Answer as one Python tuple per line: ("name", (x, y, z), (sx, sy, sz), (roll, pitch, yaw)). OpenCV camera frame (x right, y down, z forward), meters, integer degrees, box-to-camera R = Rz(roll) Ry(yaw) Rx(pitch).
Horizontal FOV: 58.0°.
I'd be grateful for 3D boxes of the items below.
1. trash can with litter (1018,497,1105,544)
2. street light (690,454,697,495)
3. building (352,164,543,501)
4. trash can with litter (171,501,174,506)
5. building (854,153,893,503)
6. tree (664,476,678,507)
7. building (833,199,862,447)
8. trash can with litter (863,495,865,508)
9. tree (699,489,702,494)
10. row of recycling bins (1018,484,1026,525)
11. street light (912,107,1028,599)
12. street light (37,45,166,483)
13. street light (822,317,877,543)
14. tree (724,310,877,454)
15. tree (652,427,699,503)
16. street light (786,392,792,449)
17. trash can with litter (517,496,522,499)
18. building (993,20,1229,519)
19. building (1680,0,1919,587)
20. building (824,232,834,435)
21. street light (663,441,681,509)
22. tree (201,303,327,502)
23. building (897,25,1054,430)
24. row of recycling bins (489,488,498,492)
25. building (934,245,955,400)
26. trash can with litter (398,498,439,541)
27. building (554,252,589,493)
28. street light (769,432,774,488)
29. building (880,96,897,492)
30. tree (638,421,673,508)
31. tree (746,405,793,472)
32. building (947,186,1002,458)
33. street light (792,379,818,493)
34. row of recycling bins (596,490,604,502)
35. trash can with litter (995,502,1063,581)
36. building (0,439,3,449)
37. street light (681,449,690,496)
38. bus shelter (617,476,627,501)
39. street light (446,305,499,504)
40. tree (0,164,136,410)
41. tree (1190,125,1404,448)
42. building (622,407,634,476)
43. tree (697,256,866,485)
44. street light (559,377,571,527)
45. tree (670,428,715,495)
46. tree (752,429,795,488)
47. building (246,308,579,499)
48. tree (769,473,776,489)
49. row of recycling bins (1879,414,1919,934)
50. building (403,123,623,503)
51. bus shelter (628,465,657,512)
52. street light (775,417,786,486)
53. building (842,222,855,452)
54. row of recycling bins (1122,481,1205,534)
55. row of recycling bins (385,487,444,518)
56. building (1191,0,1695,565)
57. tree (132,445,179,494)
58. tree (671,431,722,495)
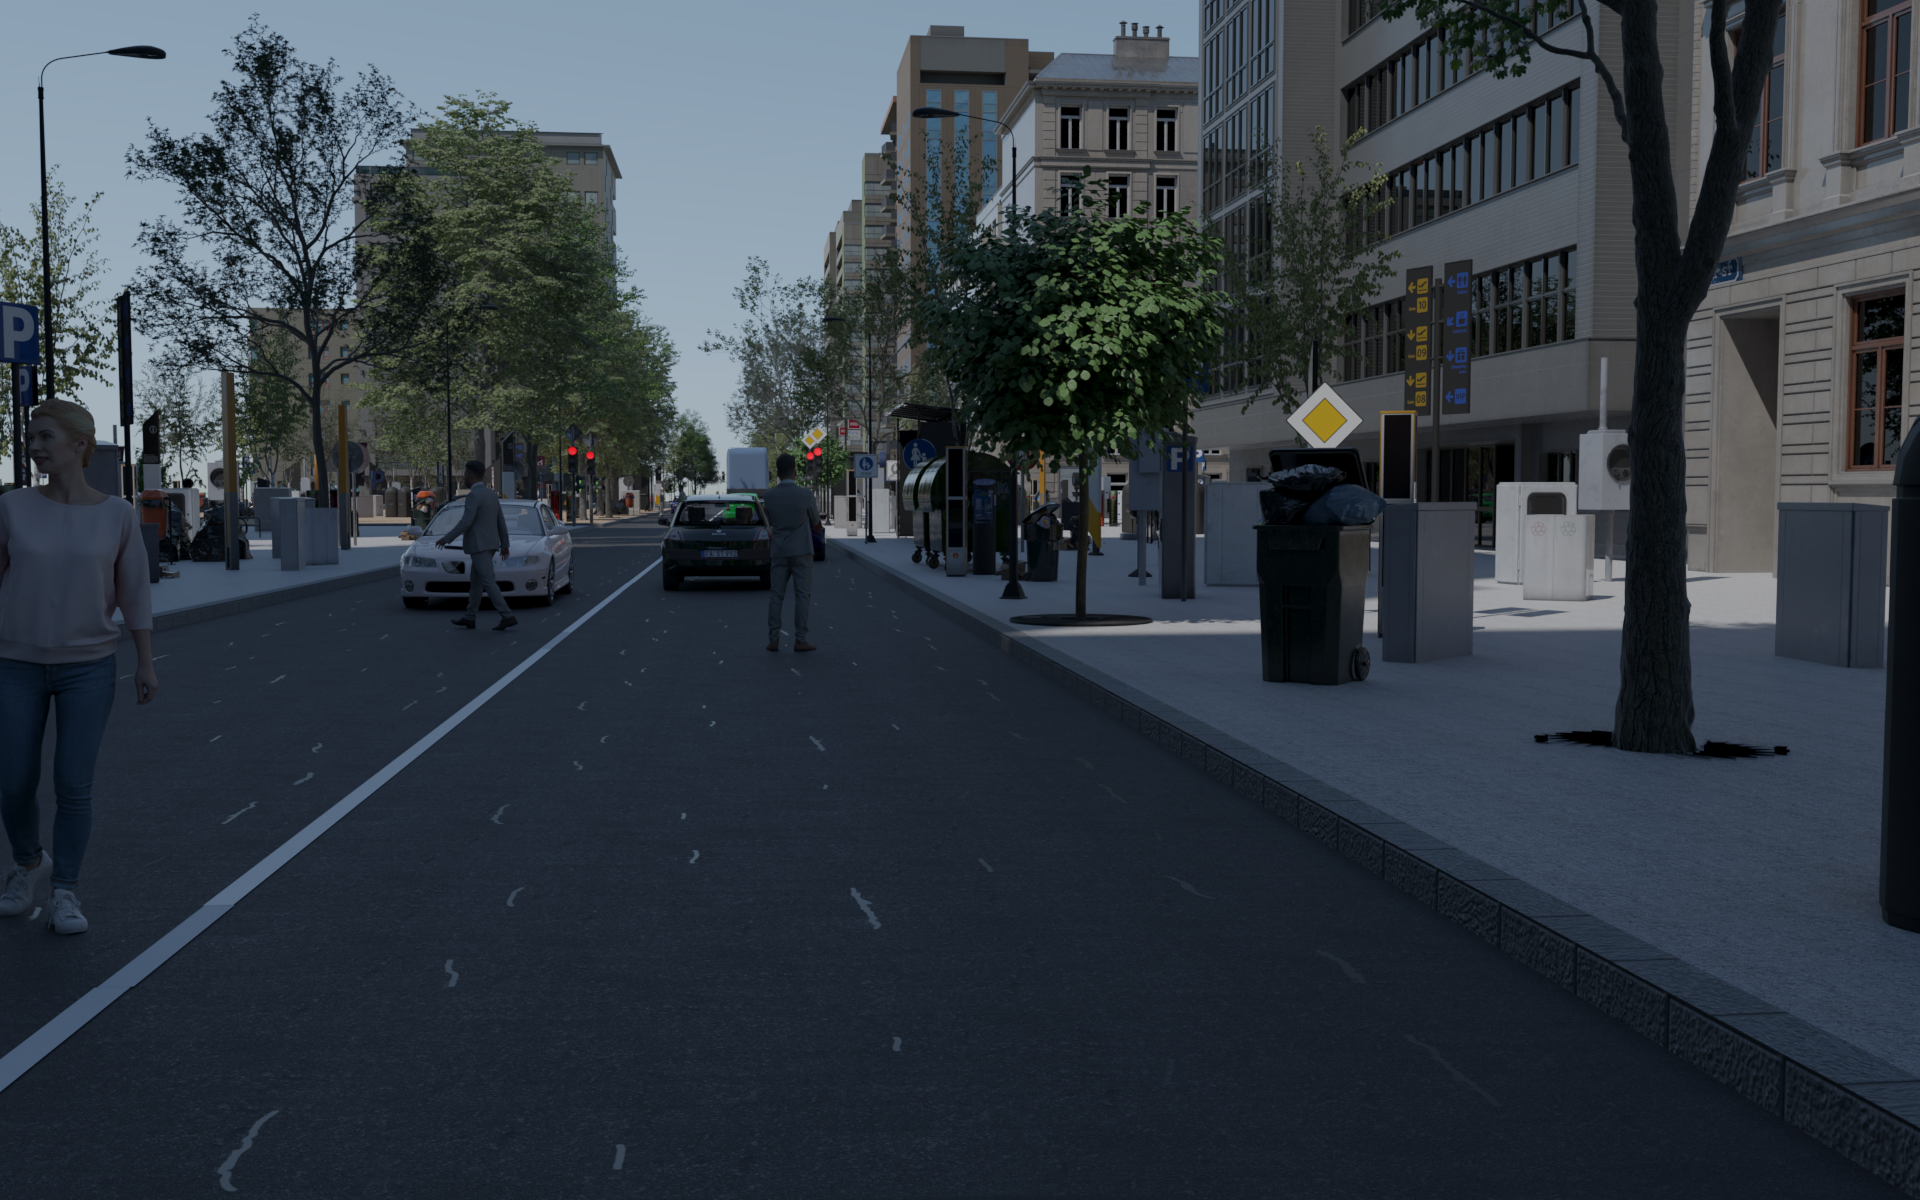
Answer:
("trash can with litter", (2.530, -2.056, 44.667), (2.233, 1.210, 1.678), (1, 4, 17))
("street light", (-31.711, -14.000, 201.448), (1.470, 5.913, 1.316), (0, 4, -7))
("building", (-45.607, -23.480, 155.596), (14.160, 30.474, 14.107), (0, 4, -7))
("trash can with litter", (-19.999, -1.976, 43.697), (0.624, 1.170, 1.055), (-2, 4, -35))
("building", (-4.985, -32.257, 210.993), (14.154, 41.232, 14.086), (0, 4, -7))
("tree", (-28.055, -10.520, 166.603), (1.663, 3.219, 1.824), (0, 3, 0))
("building", (-8.785, -40.177, 280.593), (21.300, 48.544, 21.600), (0, 4, -7))
("trash can with litter", (-8.076, -8.664, 153.050), (1.055, 1.170, 0.624), (1, 4, 9))
("tree", (-44.808, -21.337, 299.225), (4.737, 8.622, 4.395), (0, 3, 0))
("row of recycling bins", (0.945, -3.913, 71.090), (3.534, 1.692, 1.069), (0, 4, -4))
("street light", (0.119, -2.965, 21.017), (1.470, 5.913, 1.316), (0, 4, -7))
("street light", (-8.924, -2.783, 18.037), (1.470, 5.913, 1.316), (0, 4, -7))
("street light", (-2.905, -4.469, 45.605), (1.470, 5.913, 1.316), (0, 4, -7))
("tree", (-10.527, -12.555, 115.638), (12.009, 13.543, 11.850), (0, 3, 0))
("tree", (-32.059, -14.700, 190.710), (4.737, 8.622, 4.395), (0, 3, 0))
("street light", (-7.036, -6.503, 78.858), (1.470, 5.913, 1.316), (0, 4, -7))
("trash can with litter", (-29.417, -6.314, 114.620), (1.055, 1.170, 0.624), (3, 5, 40))
("building", (15.146, -18.321, 96.817), (25.104, 27.353, 12.463), (0, 4, -7))
("building", (18.295, -11.199, 19.265), (11.583, 22.565, 21.152), (0, 4, -7))
("building", (-12.514, -41.494, 302.132), (21.300, 48.544, 21.600), (0, 4, -7))
("street light", (-25.548, -11.000, 152.389), (1.470, 5.913, 1.316), (0, 4, -7))
("tree", (-25.798, -6.999, 64.791), (4.737, 8.622, 4.395), (0, 3, 0))
("building", (1.407, -31.670, 167.922), (14.600, 45.320, 14.200), (0, 4, -7))
("row of recycling bins", (-31.400, -6.644, 115.744), (1.069, 1.692, 3.534), (-1, 4, -13))
("building", (5.208, -19.460, 137.263), (14.460, 24.649, 34.723), (0, 4, -7))
("trash can with litter", (-14.990, -2.220, 47.679), (1.055, 1.170, 0.624), (1, 4, 18))
("building", (-50.217, -26.099, 198.412), (14.160, 30.474, 14.107), (0, 4, -7))
("street light", (-13.161, -9.515, 128.106), (1.470, 5.913, 1.316), (0, 4, -7))
("building", (2.760, -32.760, 190.246), (22.147, 44.769, 28.867), (0, 4, -7))
("tree", (-28.555, -12.902, 161.307), (4.360, 8.622, 3.978), (0, 3, 0))
("tree", (-23.483, -18.389, 218.793), (7.486, 12.596, 7.792), (0, 3, 0))
("building", (5.331, -15.701, 111.469), (10.420, 20.320, 16.860), (0, 4, -7))
("street light", (-5.873, -5.946, 69.752), (1.470, 5.913, 1.316), (0, 4, -7))
("row of recycling bins", (-28.981, -8.513, 146.293), (3.534, 1.692, 1.069), (0, 4, -6))
("trash can with litter", (0.997, -0.866, 25.549), (1.055, 1.170, 0.624), (3, 4, 36))
("building", (-42.959, -23.611, 40.657), (28.867, 44.769, 22.147), (0, 4, -7))
("street light", (-28.643, -12.500, 176.919), (1.470, 5.913, 1.316), (0, 4, -7))
("bus shelter", (-27.085, -9.034, 141.625), (2.014, 3.302, 5.546), (0, 4, -7))
("street light", (-12.034, -4.289, 42.662), (1.470, 5.913, 1.316), (0, 4, -7))
("tree", (-20.946, -5.433, 39.200), (4.737, 8.622, 4.395), (0, 3, 0))
("tree", (6.684, -5.108, 33.876), (4.737, 8.622, 4.395), (0, 3, 0))
("building", (-67.934, -26.837, 283.818), (27.650, 21.520, 28.899), (0, 4, -7))
("tree", (-14.082, -17.284, 138.481), (12.611, 20.169, 13.585), (0, 3, 0))
("street light", (-14.993, -5.798, 67.341), (1.470, 5.913, 1.316), (0, 4, -7))
("tree", (-38.098, -19.001, 245.083), (7.601, 10.594, 8.767), (0, 4, -8))
("tree", (-17.220, -13.036, 163.504), (4.737, 8.622, 4.395), (0, 3, 0))
("building", (-54.046, -20.278, 176.581), (27.650, 21.520, 28.899), (0, 4, -7))
("tree", (-6.707, -6.008, 81.945), (4.285, 4.588, 4.351), (0, 3, 0))
("row of recycling bins", (3.646, 0.200, 3.846), (1.069, 1.692, 3.534), (-1, 4, -21))
("building", (-64.716, -40.690, 254.527), (28.713, 52.752, 27.495), (0, 4, -7))
("bus shelter", (-23.621, -9.154, 127.305), (2.179, 5.291, 8.768), (0, 4, -7))
("street light", (-10.163, -8.038, 103.963), (1.470, 5.913, 1.316), (0, 4, -7))
("building", (-10.847, -35.390, 262.218), (14.154, 41.232, 14.086), (0, 4, -7))
("row of recycling bins", (6.586, -3.011, 56.341), (1.069, 1.692, 3.534), (-3, 4, -38))
("row of recycling bins", (-29.903, -5.368, 94.880), (3.534, 1.692, 1.069), (1, 4, 15))
("building", (16.672, -13.862, 45.718), (14.314, 24.678, 30.058), (0, 4, -7))
("tree", (-27.618, -3.919, 58.685), (1.663, 3.219, 1.824), (0, 3, 0))
("tree", (-44.297, -22.821, 290.122), (9.611, 12.733, 9.660), (0, 3, 0))
